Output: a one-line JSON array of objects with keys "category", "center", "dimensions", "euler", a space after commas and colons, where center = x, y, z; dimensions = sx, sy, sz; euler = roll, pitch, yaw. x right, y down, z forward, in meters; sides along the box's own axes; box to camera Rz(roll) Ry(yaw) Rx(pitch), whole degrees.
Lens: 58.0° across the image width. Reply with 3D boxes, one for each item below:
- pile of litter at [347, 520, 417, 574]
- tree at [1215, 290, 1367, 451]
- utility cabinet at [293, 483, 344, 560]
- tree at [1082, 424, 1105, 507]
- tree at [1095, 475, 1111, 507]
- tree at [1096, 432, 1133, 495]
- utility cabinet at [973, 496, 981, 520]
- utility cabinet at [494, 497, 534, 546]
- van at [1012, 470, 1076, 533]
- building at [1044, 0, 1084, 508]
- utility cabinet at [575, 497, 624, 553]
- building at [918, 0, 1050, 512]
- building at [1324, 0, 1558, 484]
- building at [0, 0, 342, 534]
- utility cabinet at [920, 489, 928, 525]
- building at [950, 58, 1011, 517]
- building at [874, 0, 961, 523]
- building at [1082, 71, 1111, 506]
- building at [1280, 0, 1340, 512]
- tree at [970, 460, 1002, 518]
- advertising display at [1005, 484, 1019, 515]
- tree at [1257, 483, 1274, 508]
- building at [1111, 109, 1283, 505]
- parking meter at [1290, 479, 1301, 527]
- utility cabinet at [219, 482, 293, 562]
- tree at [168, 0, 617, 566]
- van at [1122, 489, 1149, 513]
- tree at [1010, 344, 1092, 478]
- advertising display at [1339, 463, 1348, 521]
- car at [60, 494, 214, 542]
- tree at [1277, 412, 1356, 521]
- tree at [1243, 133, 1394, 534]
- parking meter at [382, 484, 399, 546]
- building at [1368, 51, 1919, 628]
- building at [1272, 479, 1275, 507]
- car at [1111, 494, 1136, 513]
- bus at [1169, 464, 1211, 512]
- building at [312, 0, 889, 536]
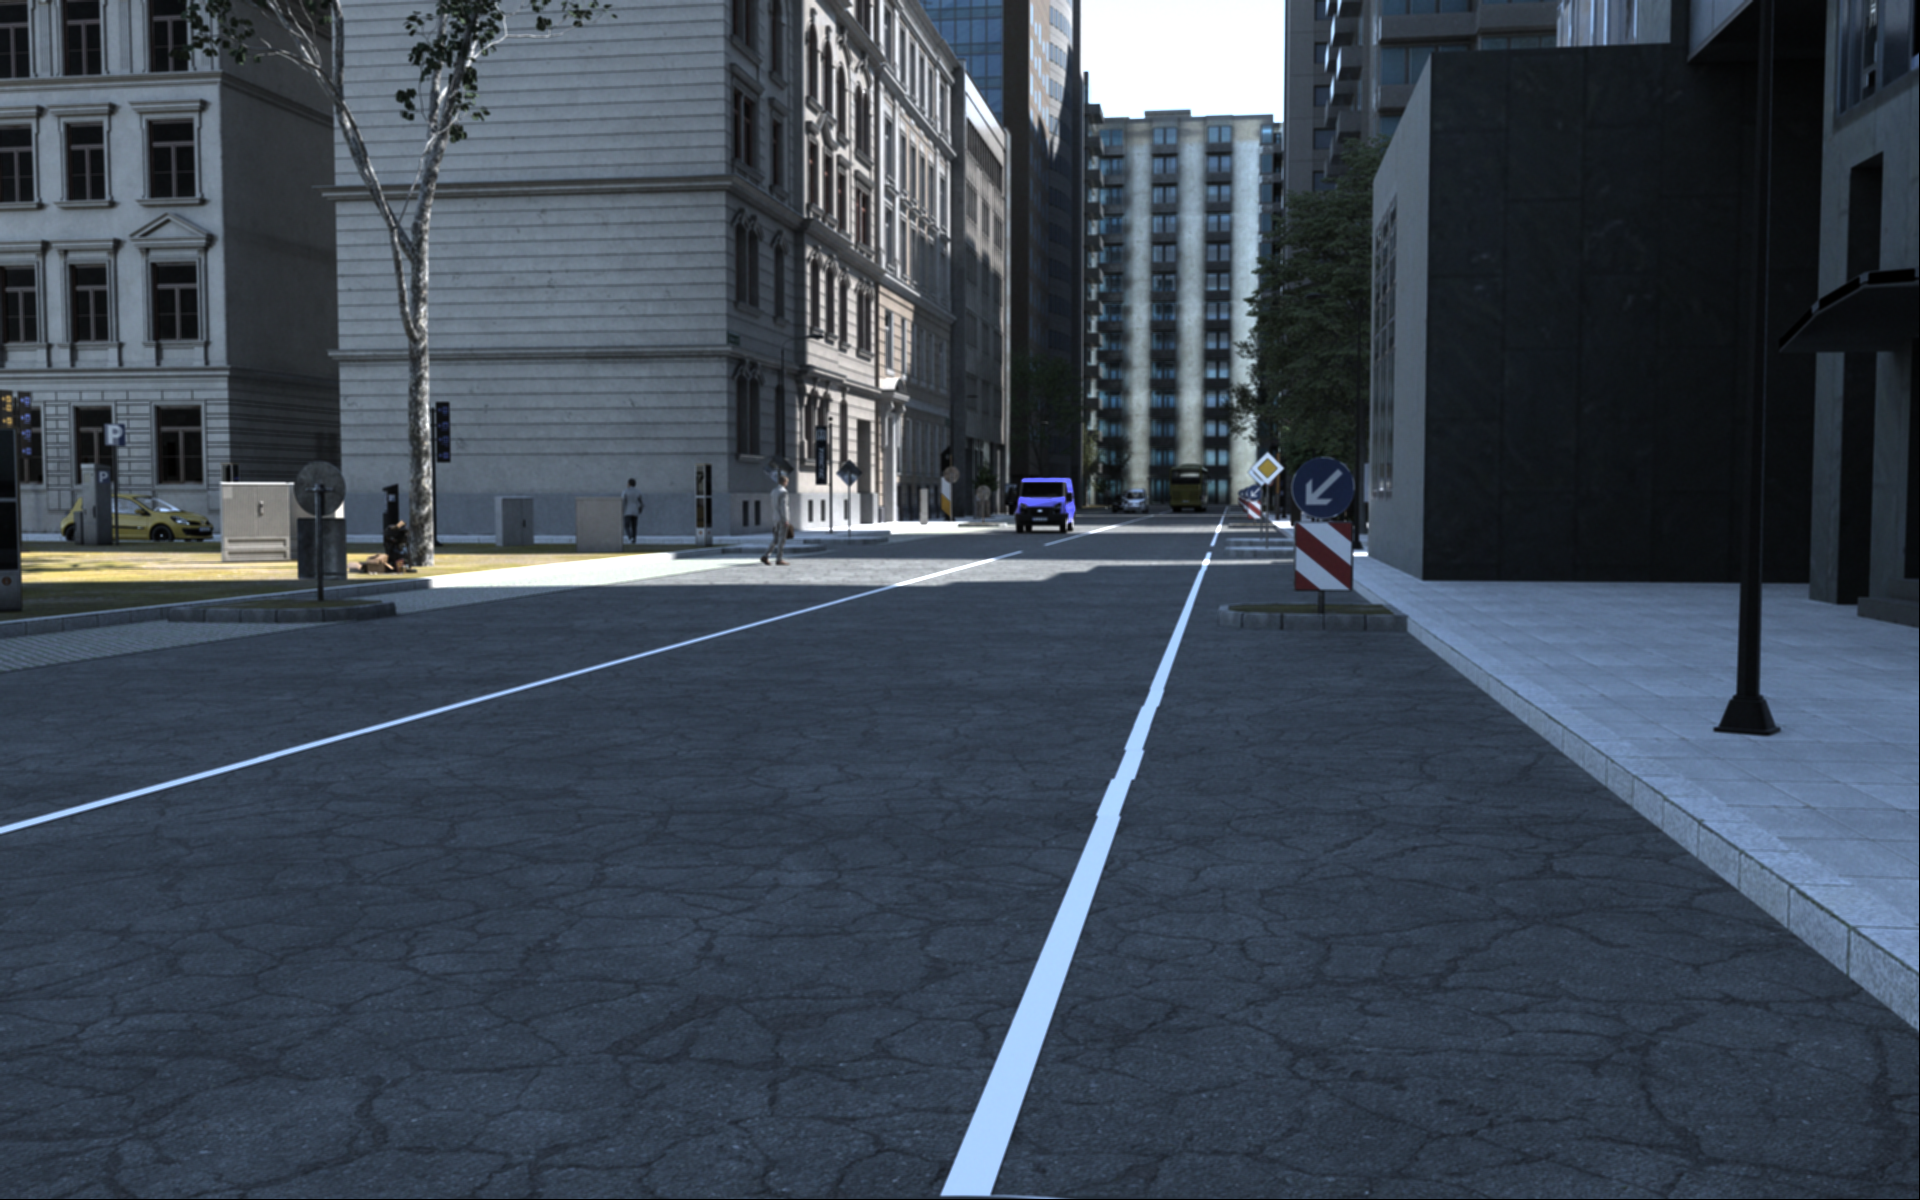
[{"category": "pile of litter", "center": [-9.481, -0.883, 28.398], "dimensions": [1.176, 0.858, 1.719], "euler": [0, 4, -8]}, {"category": "tree", "center": [15.269, -8.893, 79.819], "dimensions": [7.601, 10.594, 8.767], "euler": [-1, 4, -17]}, {"category": "utility cabinet", "center": [-12.441, -1.505, 33.279], "dimensions": [1.173, 1.500, 0.318], "euler": [1, 4, 15]}, {"category": "tree", "center": [12.470, -13.514, 171.312], "dimensions": [4.737, 8.622, 4.395], "euler": [0, 3, 0]}, {"category": "tree", "center": [14.672, -11.173, 177.282], "dimensions": [1.663, 3.219, 1.824], "euler": [0, 3, 0]}, {"category": "tree", "center": [18.194, -15.388, 201.948], "dimensions": [4.360, 8.622, 3.978], "euler": [0, 3, 0]}, {"category": "utility cabinet", "center": [0.858, -4.630, 86.863], "dimensions": [0.306, 1.237, 1.020], "euler": [0, 4, -5]}, {"category": "utility cabinet", "center": [-11.053, -1.946, 42.987], "dimensions": [0.306, 1.237, 1.020], "euler": [2, 4, 33]}, {"category": "van", "center": [3.236, -3.729, 65.353], "dimensions": [2.240, 2.365, 5.245], "euler": [0, 4, 8]}, {"category": "building", "center": [-0.711, -37.422, 153.853], "dimensions": [21.231, 58.520, 28.212], "euler": [1, 4, 9]}, {"category": "utility cabinet", "center": [-7.940, -1.650, 38.143], "dimensions": [1.020, 1.237, 0.306], "euler": [-1, 4, -12]}, {"category": "building", "center": [-0.776, -29.520, 132.765], "dimensions": [14.600, 45.320, 14.200], "euler": [1, 4, 9]}, {"category": "building", "center": [32.881, -29.404, 100.369], "dimensions": [23.786, 49.044, 30.456], "euler": [1, 4, 9]}, {"category": "building", "center": [-32.156, -13.757, 61.079], "dimensions": [21.152, 22.565, 11.583], "euler": [1, 4, 9]}, {"category": "utility cabinet", "center": [-1.519, -3.880, 72.113], "dimensions": [0.318, 1.500, 1.173], "euler": [0, 4, -4]}, {"category": "building", "center": [-4.156, -17.558, 105.093], "dimensions": [12.078, 24.808, 19.932], "euler": [1, 4, 9]}, {"category": "building", "center": [-8.090, -18.314, 85.331], "dimensions": [13.634, 28.700, 20.117], "euler": [1, 4, 9]}, {"category": "building", "center": [0.012, -34.805, 188.665], "dimensions": [30.456, 49.044, 23.786], "euler": [1, 4, 9]}, {"category": "building", "center": [35.928, -36.296, 135.440], "dimensions": [21.231, 58.520, 28.212], "euler": [1, 4, 9]}, {"category": "tree", "center": [1.261, -6.055, 93.608], "dimensions": [1.663, 3.219, 1.824], "euler": [0, 3, 0]}, {"category": "advertising display", "center": [3.158, -6.167, 106.050], "dimensions": [0.974, 1.923, 0.123], "euler": [3, 4, 38]}, {"category": "tree", "center": [29.852, -10.872, 172.364], "dimensions": [1.663, 3.219, 1.824], "euler": [0, 3, 0]}, {"category": "building", "center": [26.016, -36.629, 218.494], "dimensions": [30.456, 49.044, 23.786], "euler": [1, 4, 9]}, {"category": "parking meter", "center": [13.306, -3.842, 68.526], "dimensions": [0.399, 1.863, 0.255], "euler": [-1, 4, -11]}, {"category": "utility cabinet", "center": [-13.271, -1.464, 32.613], "dimensions": [1.173, 1.500, 0.318], "euler": [-2, 4, -31]}, {"category": "tree", "center": [-10.868, -10.709, 30.987], "dimensions": [12.611, 20.169, 13.585], "euler": [0, 3, 0]}, {"category": "van", "center": [13.161, -7.491, 129.481], "dimensions": [2.013, 2.044, 4.112], "euler": [1, 4, 10]}, {"category": "tree", "center": [5.591, -11.918, 120.615], "dimensions": [9.928, 11.665, 9.643], "euler": [0, 3, 0]}, {"category": "advertising display", "center": [8.067, -1.911, 36.466], "dimensions": [0.123, 1.923, 0.974], "euler": [1, 4, 15]}, {"category": "car", "center": [-22.968, -2.337, 48.440], "dimensions": [3.980, 1.641, 2.015], "euler": [0, 4, 8]}, {"category": "tree", "center": [13.561, -4.972, 65.005], "dimensions": [4.285, 4.588, 4.351], "euler": [0, 3, 0]}, {"category": "tree", "center": [12.693, -8.367, 54.925], "dimensions": [7.486, 12.596, 7.792], "euler": [0, 3, 0]}, {"category": "parking meter", "center": [-13.982, -2.088, 42.550], "dimensions": [0.372, 1.533, 0.369], "euler": [0, 3, 0]}, {"category": "building", "center": [17.104, -43.040, 16.372], "dimensions": [22.319, 86.520, 31.000], "euler": [1, 4, 9]}, {"category": "building", "center": [49.389, -29.950, 181.564], "dimensions": [32.217, 40.220, 23.993], "euler": [1, 4, 9]}, {"category": "car", "center": [12.798, -7.658, 134.994], "dimensions": [2.009, 1.686, 4.222], "euler": [1, 4, 8]}, {"category": "bus", "center": [18.648, -9.112, 140.534], "dimensions": [2.896, 3.916, 12.252], "euler": [1, 4, 11]}, {"category": "building", "center": [-11.378, -16.893, 63.583], "dimensions": [14.401, 28.519, 23.554], "euler": [1, 4, 9]}]
